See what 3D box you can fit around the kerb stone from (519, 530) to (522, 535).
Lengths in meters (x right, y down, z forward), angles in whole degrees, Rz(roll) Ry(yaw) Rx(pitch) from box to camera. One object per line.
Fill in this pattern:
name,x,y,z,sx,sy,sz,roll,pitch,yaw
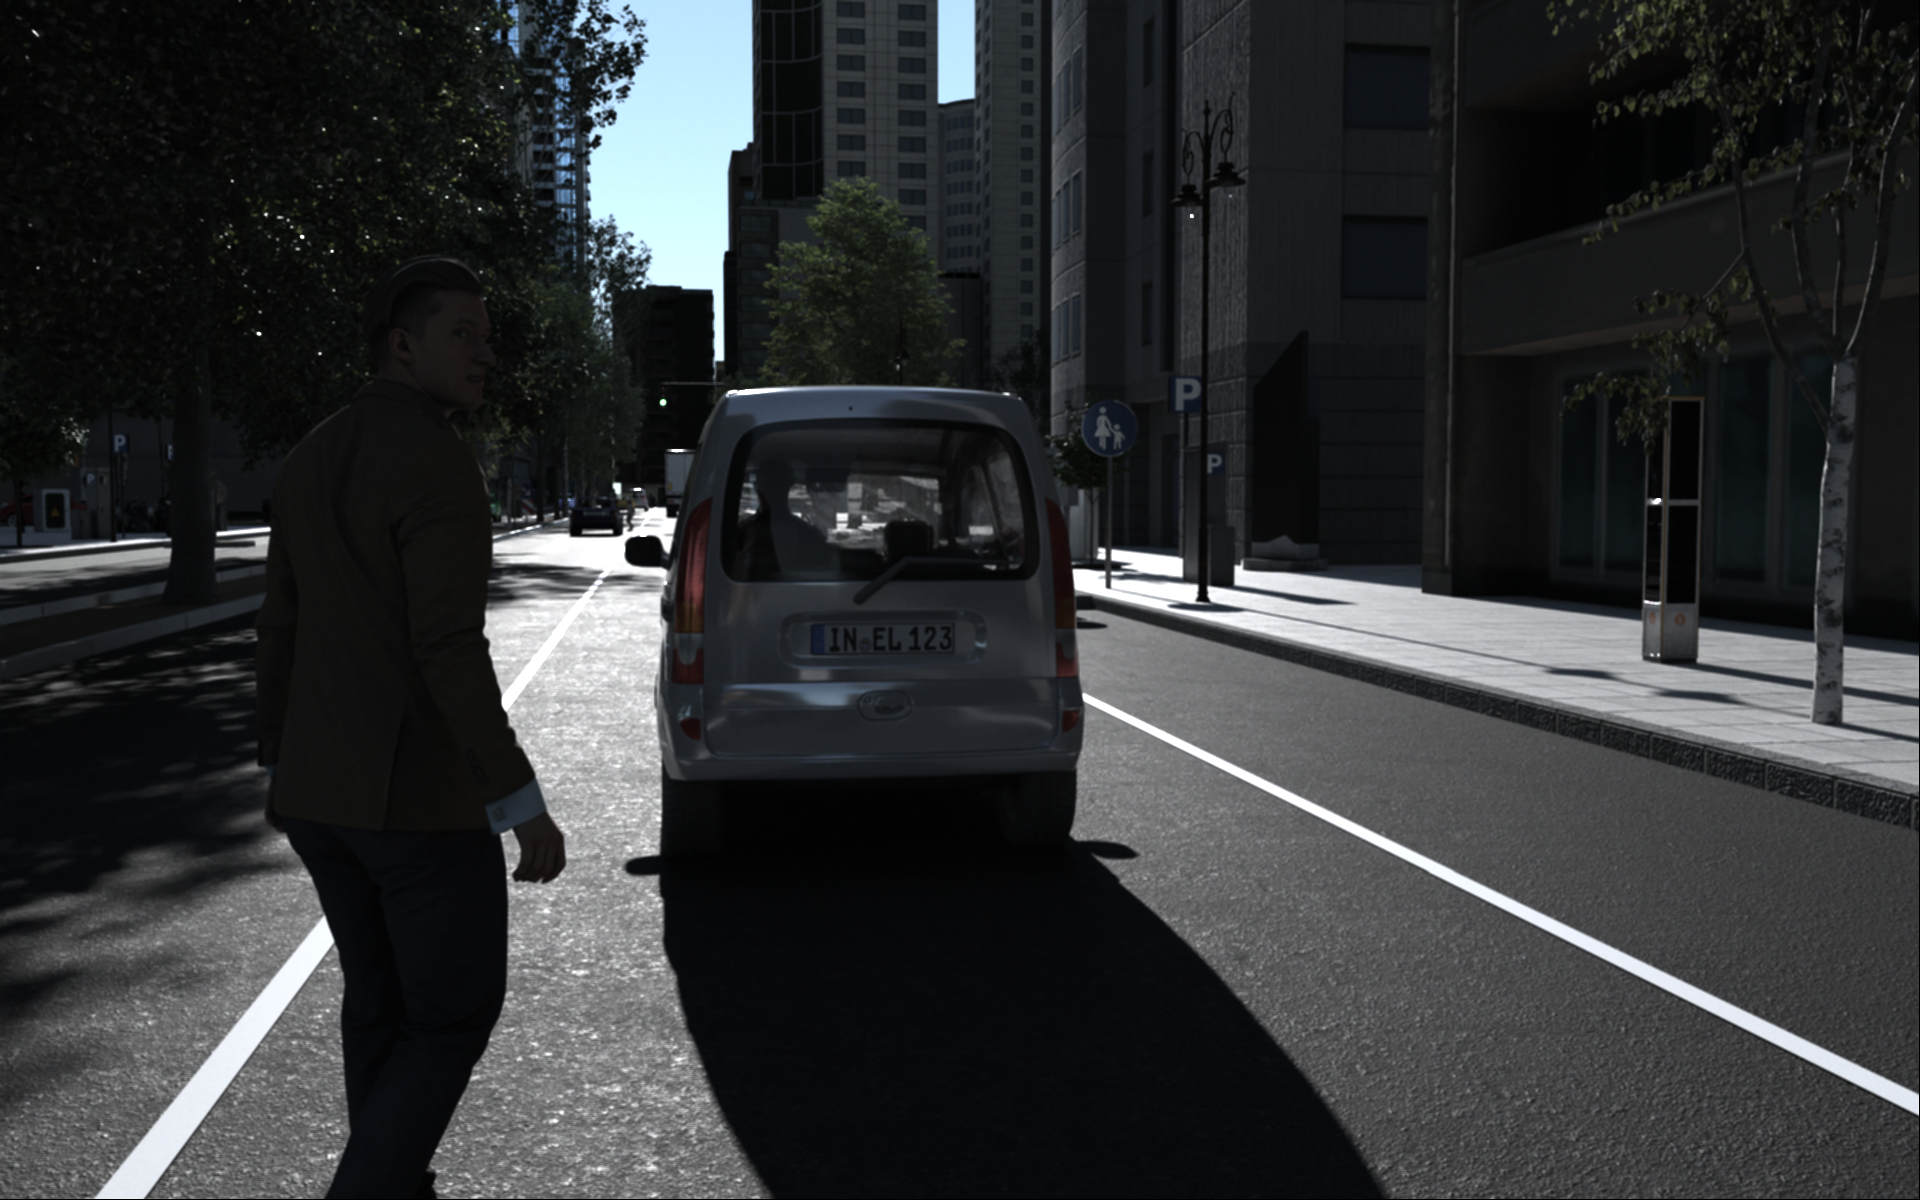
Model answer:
kerb stone,-15.202,-2.273,59.357,0.120,0.150,1.000,-1,4,-10

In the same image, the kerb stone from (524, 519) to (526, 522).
kerb stone,-21.989,-3.951,86.793,0.120,0.150,1.000,-1,4,-10

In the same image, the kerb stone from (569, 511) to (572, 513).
kerb stone,-30.047,-6.858,134.318,0.120,0.150,1.000,-1,4,-10

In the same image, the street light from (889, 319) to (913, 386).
street light,-1.568,-4.479,46.018,0.468,5.910,1.993,-1,4,-10

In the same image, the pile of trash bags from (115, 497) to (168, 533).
pile of trash bags,-26.889,-2.941,57.846,1.912,1.369,3.447,1,4,18

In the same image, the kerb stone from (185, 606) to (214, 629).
kerb stone,-8.349,0.203,18.874,0.120,0.150,1.000,-1,4,-10

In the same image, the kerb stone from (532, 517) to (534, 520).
kerb stone,-22.847,-4.259,91.854,0.120,0.150,1.000,-1,4,-10

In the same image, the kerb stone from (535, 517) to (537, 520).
kerb stone,-23.189,-4.383,93.875,0.120,0.150,1.000,-1,4,-10

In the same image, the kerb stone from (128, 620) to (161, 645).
kerb stone,-8.013,0.326,16.857,0.120,0.150,1.000,-1,4,-10

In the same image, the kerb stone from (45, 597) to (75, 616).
kerb stone,-10.770,0.104,20.567,0.120,0.150,1.000,-1,4,-10

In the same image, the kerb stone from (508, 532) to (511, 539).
kerb stone,-14.527,-2.025,55.311,0.120,0.150,1.000,-1,4,-10

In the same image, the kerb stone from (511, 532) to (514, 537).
kerb stone,-14.699,-2.082,56.320,0.120,0.150,1.000,-1,4,-10

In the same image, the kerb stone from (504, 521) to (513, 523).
kerb stone,-20.788,-3.518,79.713,0.120,0.150,1.000,-1,4,-10

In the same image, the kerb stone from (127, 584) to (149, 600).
kerb stone,-11.290,-0.083,23.595,0.120,0.150,1.000,-1,4,-10

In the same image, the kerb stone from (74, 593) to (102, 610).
kerb stone,-10.947,0.038,21.573,0.120,0.150,1.000,-1,4,-10

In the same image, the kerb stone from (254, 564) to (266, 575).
kerb stone,-12.491,-0.519,30.689,0.120,0.150,1.000,-1,4,-10

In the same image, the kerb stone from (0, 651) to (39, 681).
kerb stone,-7.498,0.521,13.817,0.120,0.150,1.000,-1,4,-10

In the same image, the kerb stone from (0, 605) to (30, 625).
kerb stone,-10.606,0.162,19.556,0.120,0.150,1.000,-1,4,-10

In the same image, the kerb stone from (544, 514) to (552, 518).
kerb stone,-25.254,-5.126,106.013,0.120,0.150,1.000,-1,4,-10

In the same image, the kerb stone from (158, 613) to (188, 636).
kerb stone,-8.187,0.270,17.865,0.120,0.150,1.000,-1,4,-10

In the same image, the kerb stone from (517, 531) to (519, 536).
kerb stone,-15.045,-2.211,58.348,0.120,0.150,1.000,-1,4,-10

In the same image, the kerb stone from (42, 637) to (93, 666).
kerb stone,-7.671,0.451,14.826,0.120,0.150,1.000,-1,4,-10

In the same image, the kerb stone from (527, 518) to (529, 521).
kerb stone,-22.330,-4.075,88.823,0.120,0.150,1.000,-1,4,-10

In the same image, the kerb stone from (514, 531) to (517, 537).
kerb stone,-14.873,-2.150,57.340,0.120,0.150,1.000,-1,4,-10

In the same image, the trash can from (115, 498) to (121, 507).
trash can,-29.904,-3.012,60.901,0.748,1.137,0.748,0,3,0

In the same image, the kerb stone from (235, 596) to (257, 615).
kerb stone,-8.696,0.082,20.897,0.120,0.150,1.000,-1,4,-10

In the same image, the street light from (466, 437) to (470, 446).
street light,-36.494,-9.529,128.584,0.468,5.910,1.993,-1,4,-10

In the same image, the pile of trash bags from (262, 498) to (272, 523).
pile of trash bags,-30.833,-4.239,79.058,1.912,1.369,3.447,-1,4,-20

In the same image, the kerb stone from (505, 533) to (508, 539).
kerb stone,-14.360,-1.963,54.297,0.120,0.150,1.000,-1,4,-10

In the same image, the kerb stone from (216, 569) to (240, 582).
kerb stone,-12.142,-0.395,28.657,0.120,0.150,1.000,-1,4,-10

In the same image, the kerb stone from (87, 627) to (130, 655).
kerb stone,-7.840,0.388,15.849,0.120,0.150,1.000,-1,4,-10

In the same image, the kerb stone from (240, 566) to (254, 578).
kerb stone,-12.316,-0.457,29.674,0.120,0.150,1.000,-1,4,-10

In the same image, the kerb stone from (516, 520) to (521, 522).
kerb stone,-21.480,-3.765,83.759,0.120,0.150,1.000,-1,4,-10

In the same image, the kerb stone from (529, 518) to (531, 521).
kerb stone,-22.504,-4.137,89.835,0.120,0.150,1.000,-1,4,-10

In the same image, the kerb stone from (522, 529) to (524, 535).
kerb stone,-15.391,-2.335,60.369,0.120,0.150,1.000,-1,4,-10

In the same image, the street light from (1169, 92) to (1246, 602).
street light,2.895,-2.916,20.472,0.468,5.910,1.993,-1,4,-10

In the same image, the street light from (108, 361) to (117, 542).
street light,-22.542,-4.475,45.953,0.468,5.910,1.993,-1,4,-10

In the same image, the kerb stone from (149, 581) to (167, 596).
kerb stone,-11.462,-0.147,24.604,0.120,0.150,1.000,-1,4,-10

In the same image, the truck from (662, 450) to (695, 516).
truck,-18.635,-7.825,116.851,2.839,4.237,11.283,-1,4,-10

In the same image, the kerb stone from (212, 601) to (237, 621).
kerb stone,-8.519,0.142,19.881,0.120,0.150,1.000,-1,4,-10

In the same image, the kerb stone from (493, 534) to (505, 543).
kerb stone,-14.181,-1.898,53.289,0.120,0.150,1.000,-1,4,-10

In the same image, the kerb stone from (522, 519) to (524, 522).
kerb stone,-21.821,-3.889,85.784,0.120,0.150,1.000,-1,4,-10

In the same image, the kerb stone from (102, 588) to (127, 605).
kerb stone,-11.110,-0.023,22.582,0.120,0.150,1.000,-1,4,-10

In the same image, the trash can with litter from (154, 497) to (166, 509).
trash can with litter,-28.219,-3.089,61.890,0.624,1.170,1.055,1,4,13

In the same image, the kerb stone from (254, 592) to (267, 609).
kerb stone,-8.869,0.018,21.907,0.120,0.150,1.000,-1,4,-10
